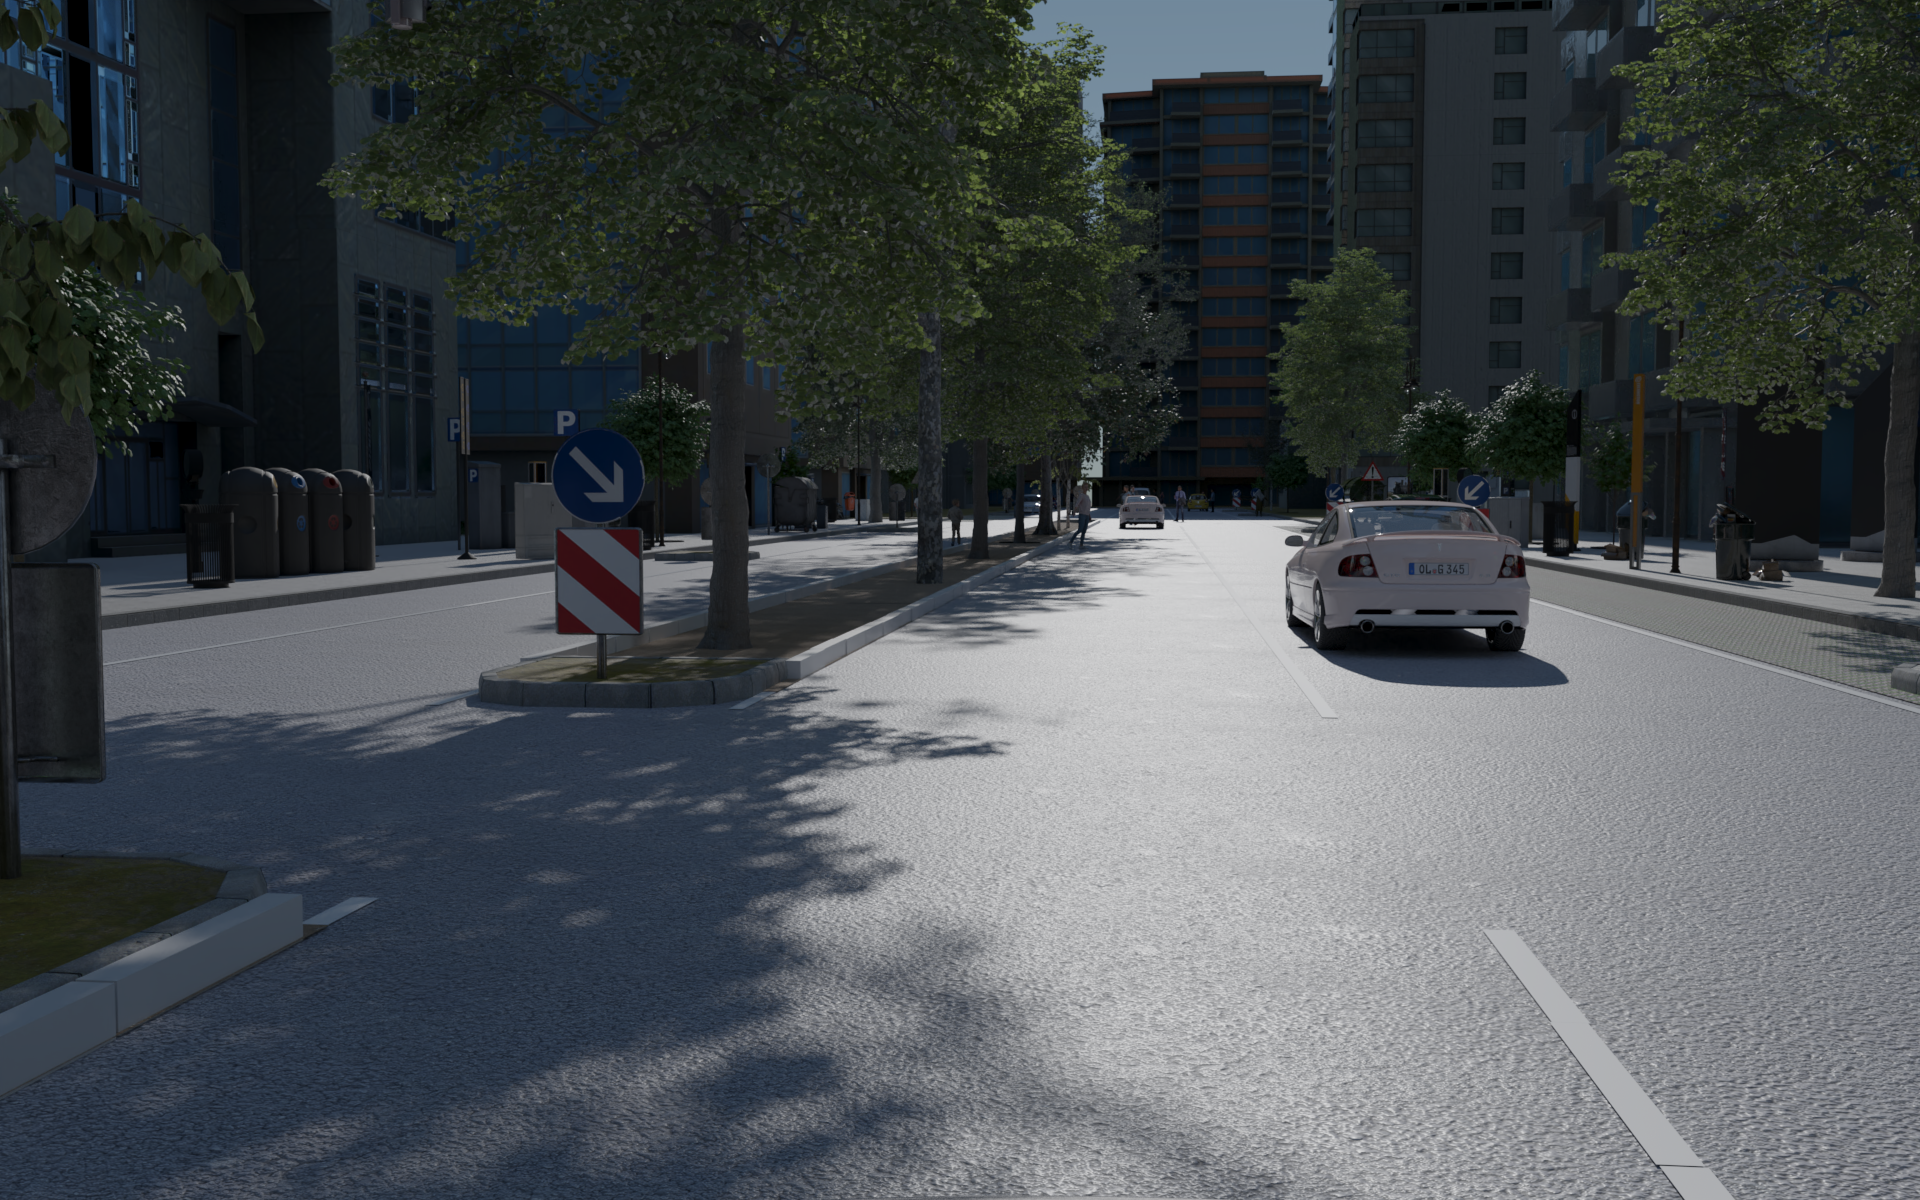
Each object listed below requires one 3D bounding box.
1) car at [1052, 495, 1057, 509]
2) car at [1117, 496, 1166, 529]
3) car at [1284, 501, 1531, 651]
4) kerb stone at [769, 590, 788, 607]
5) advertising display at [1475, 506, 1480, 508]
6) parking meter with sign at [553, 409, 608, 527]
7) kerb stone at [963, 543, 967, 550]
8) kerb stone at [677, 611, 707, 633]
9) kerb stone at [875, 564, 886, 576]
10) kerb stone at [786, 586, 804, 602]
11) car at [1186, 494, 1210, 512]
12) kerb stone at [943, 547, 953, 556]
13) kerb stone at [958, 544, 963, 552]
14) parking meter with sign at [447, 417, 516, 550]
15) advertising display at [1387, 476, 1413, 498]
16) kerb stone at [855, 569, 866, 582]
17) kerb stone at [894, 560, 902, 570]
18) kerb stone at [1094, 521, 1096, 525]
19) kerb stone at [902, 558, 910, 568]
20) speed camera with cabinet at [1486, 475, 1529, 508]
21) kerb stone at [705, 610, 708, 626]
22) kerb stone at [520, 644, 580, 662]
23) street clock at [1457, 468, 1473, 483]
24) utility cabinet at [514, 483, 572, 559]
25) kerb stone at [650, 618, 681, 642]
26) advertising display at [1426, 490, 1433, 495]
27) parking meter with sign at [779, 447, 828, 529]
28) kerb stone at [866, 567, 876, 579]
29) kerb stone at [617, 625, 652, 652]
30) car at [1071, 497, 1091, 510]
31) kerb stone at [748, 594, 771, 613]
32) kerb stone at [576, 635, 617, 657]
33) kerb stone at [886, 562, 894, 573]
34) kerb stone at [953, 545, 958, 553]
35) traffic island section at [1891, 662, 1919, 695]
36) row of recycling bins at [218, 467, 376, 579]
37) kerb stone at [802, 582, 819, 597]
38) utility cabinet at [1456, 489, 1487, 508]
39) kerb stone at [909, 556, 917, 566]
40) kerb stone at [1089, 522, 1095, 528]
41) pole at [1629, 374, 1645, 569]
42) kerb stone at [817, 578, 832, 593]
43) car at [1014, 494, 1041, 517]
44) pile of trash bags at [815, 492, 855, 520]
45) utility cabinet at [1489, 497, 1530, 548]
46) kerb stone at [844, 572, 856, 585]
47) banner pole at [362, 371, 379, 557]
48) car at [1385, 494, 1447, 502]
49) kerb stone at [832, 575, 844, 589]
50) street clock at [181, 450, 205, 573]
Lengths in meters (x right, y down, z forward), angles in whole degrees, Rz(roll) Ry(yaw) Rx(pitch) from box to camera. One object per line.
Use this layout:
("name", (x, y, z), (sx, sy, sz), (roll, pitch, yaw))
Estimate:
("car", (8.289, -9.095, 161.278), (1.945, 1.354, 3.894), (0, 4, 6))
("car", (7.662, -3.719, 73.161), (2.083, 1.381, 4.827), (0, 4, 5))
("car", (4.330, -0.297, 17.226), (2.083, 1.381, 4.827), (0, 4, 5))
("kerb stone", (-2.408, -0.001, 22.214), (0.120, 0.150, 1.000), (0, 4, 6))
("advertising display", (18.619, -3.501, 62.452), (0.123, 1.923, 0.974), (1, 4, 8))
("parking meter with sign", (-7.931, -2.460, 36.490), (0.543, 3.016, 1.738), (1, 4, 11))
("kerb stone", (0.004, -1.308, 43.587), (0.120, 0.150, 1.000), (0, 4, 6))
("kerb stone", (-2.862, 0.248, 18.134), (0.120, 0.150, 1.000), (0, 4, 6))
("kerb stone", (-1.484, -0.496, 30.347), (0.120, 0.150, 1.000), (0, 4, 6))
("kerb stone", (-2.286, -0.063, 23.228), (0.120, 0.150, 1.000), (0, 4, 6))
("car", (19.674, -8.132, 143.186), (2.015, 1.641, 3.980), (0, 4, 7))
("kerb stone", (-0.341, -1.120, 40.540), (0.120, 0.150, 1.000), (0, 4, 6))
("kerb stone", (-0.108, -1.244, 42.571), (0.120, 0.150, 1.000), (0, 4, 6))
("parking meter with sign", (-11.010, -2.686, 40.176), (0.543, 3.016, 1.738), (2, 4, 31))
("advertising display", (15.786, -3.485, 62.196), (0.974, 1.923, 0.123), (3, 5, 43))
("kerb stone", (-1.715, -0.374, 28.315), (0.120, 0.150, 1.000), (0, 4, 6))
("kerb stone", (-1.263, -0.620, 32.398), (0.120, 0.150, 1.000), (0, 4, 6))
("kerb stone", (5.758, -3.286, 75.916), (0.120, 0.150, 1.000), (0, 4, 6))
("kerb stone", (-1.136, -0.686, 33.417), (0.120, 0.150, 1.000), (0, 4, 6))
("speed camera with cabinet", (26.584, -5.483, 83.983), (2.038, 3.252, 0.660), (2, 4, 34))
("kerb stone", (-2.744, 0.186, 19.152), (0.120, 0.150, 1.000), (0, 4, 6))
("kerb stone", (-3.328, 0.498, 14.049), (0.120, 0.150, 1.000), (0, 4, 6))
("street clock", (14.011, -2.662, 48.095), (0.471, 2.002, 0.358), (-3, 4, -38))
("utility cabinet", (-8.179, -1.553, 34.067), (0.318, 1.500, 1.173), (3, 4, 37))
("kerb stone", (-2.979, 0.311, 17.118), (0.120, 0.150, 1.000), (0, 4, 6))
("advertising display", (22.598, -4.768, 83.164), (0.123, 1.923, 0.974), (0, 4, -6))
("parking meter with sign", (-5.779, -4.156, 64.210), (1.738, 3.016, 0.543), (1, 4, 11))
("kerb stone", (-1.601, -0.436, 29.331), (0.120, 0.150, 1.000), (0, 4, 6))
("kerb stone", (-3.094, 0.373, 16.094), (0.120, 0.150, 1.000), (0, 4, 6))
("car", (10.623, -8.688, 154.416), (2.083, 1.381, 4.827), (0, 4, 6))
("kerb stone", (-2.520, 0.063, 21.197), (0.120, 0.150, 1.000), (0, 4, 6))
("kerb stone", (-3.216, 0.437, 15.066), (0.120, 0.150, 1.000), (0, 4, 6))
("kerb stone", (-1.368, -0.561, 31.369), (0.120, 0.150, 1.000), (0, 4, 6))
("kerb stone", (-0.223, -1.184, 41.556), (0.120, 0.150, 1.000), (0, 4, 6))
("traffic island section", (7.735, 0.644, 11.756), (2.009, 0.180, 2.903), (0, 4, 6))
("row of recycling bins", (-10.609, -1.262, 27.748), (1.069, 1.692, 3.534), (1, 4, 13))
("kerb stone", (-2.168, -0.125, 24.244), (0.120, 0.150, 1.000), (0, 4, 6))
("utility cabinet", (20.661, -3.746, 69.932), (1.173, 1.500, 0.318), (3, 4, 37))
("kerb stone", (-1.026, -0.747, 34.434), (0.120, 0.150, 1.000), (0, 4, 6))
("kerb stone", (5.645, -3.224, 74.900), (0.120, 0.150, 1.000), (0, 4, 6))
("pole", (11.528, -2.180, 29.478), (0.158, 3.312, 0.155), (0, 3, 0))
("kerb stone", (-2.059, -0.187, 25.260), (0.120, 0.150, 1.000), (0, 4, 6))
("car", (4.335, -5.740, 105.846), (2.014, 1.417, 4.499), (0, 4, 8))
("pile of trash bags", (-6.535, -4.710, 86.764), (1.912, 1.369, 3.447), (3, 5, 41))
("utility cabinet", (13.208, -1.868, 41.706), (0.306, 1.237, 1.020), (-2, 4, -29))
("kerb stone", (-1.828, -0.312, 27.294), (0.120, 0.150, 1.000), (0, 4, 6))
("banner pole", (-11.988, -2.759, 35.124), (0.401, 3.779, 0.863), (-2, 4, -27))
("car", (10.961, -1.970, 41.999), (2.009, 1.686, 4.222), (0, 4, 7))
("kerb stone", (-1.949, -0.250, 26.277), (0.120, 0.150, 1.000), (0, 4, 6))
("street clock", (-12.498, -1.448, 28.249), (0.358, 2.002, 0.471), (-3, 4, -38))
